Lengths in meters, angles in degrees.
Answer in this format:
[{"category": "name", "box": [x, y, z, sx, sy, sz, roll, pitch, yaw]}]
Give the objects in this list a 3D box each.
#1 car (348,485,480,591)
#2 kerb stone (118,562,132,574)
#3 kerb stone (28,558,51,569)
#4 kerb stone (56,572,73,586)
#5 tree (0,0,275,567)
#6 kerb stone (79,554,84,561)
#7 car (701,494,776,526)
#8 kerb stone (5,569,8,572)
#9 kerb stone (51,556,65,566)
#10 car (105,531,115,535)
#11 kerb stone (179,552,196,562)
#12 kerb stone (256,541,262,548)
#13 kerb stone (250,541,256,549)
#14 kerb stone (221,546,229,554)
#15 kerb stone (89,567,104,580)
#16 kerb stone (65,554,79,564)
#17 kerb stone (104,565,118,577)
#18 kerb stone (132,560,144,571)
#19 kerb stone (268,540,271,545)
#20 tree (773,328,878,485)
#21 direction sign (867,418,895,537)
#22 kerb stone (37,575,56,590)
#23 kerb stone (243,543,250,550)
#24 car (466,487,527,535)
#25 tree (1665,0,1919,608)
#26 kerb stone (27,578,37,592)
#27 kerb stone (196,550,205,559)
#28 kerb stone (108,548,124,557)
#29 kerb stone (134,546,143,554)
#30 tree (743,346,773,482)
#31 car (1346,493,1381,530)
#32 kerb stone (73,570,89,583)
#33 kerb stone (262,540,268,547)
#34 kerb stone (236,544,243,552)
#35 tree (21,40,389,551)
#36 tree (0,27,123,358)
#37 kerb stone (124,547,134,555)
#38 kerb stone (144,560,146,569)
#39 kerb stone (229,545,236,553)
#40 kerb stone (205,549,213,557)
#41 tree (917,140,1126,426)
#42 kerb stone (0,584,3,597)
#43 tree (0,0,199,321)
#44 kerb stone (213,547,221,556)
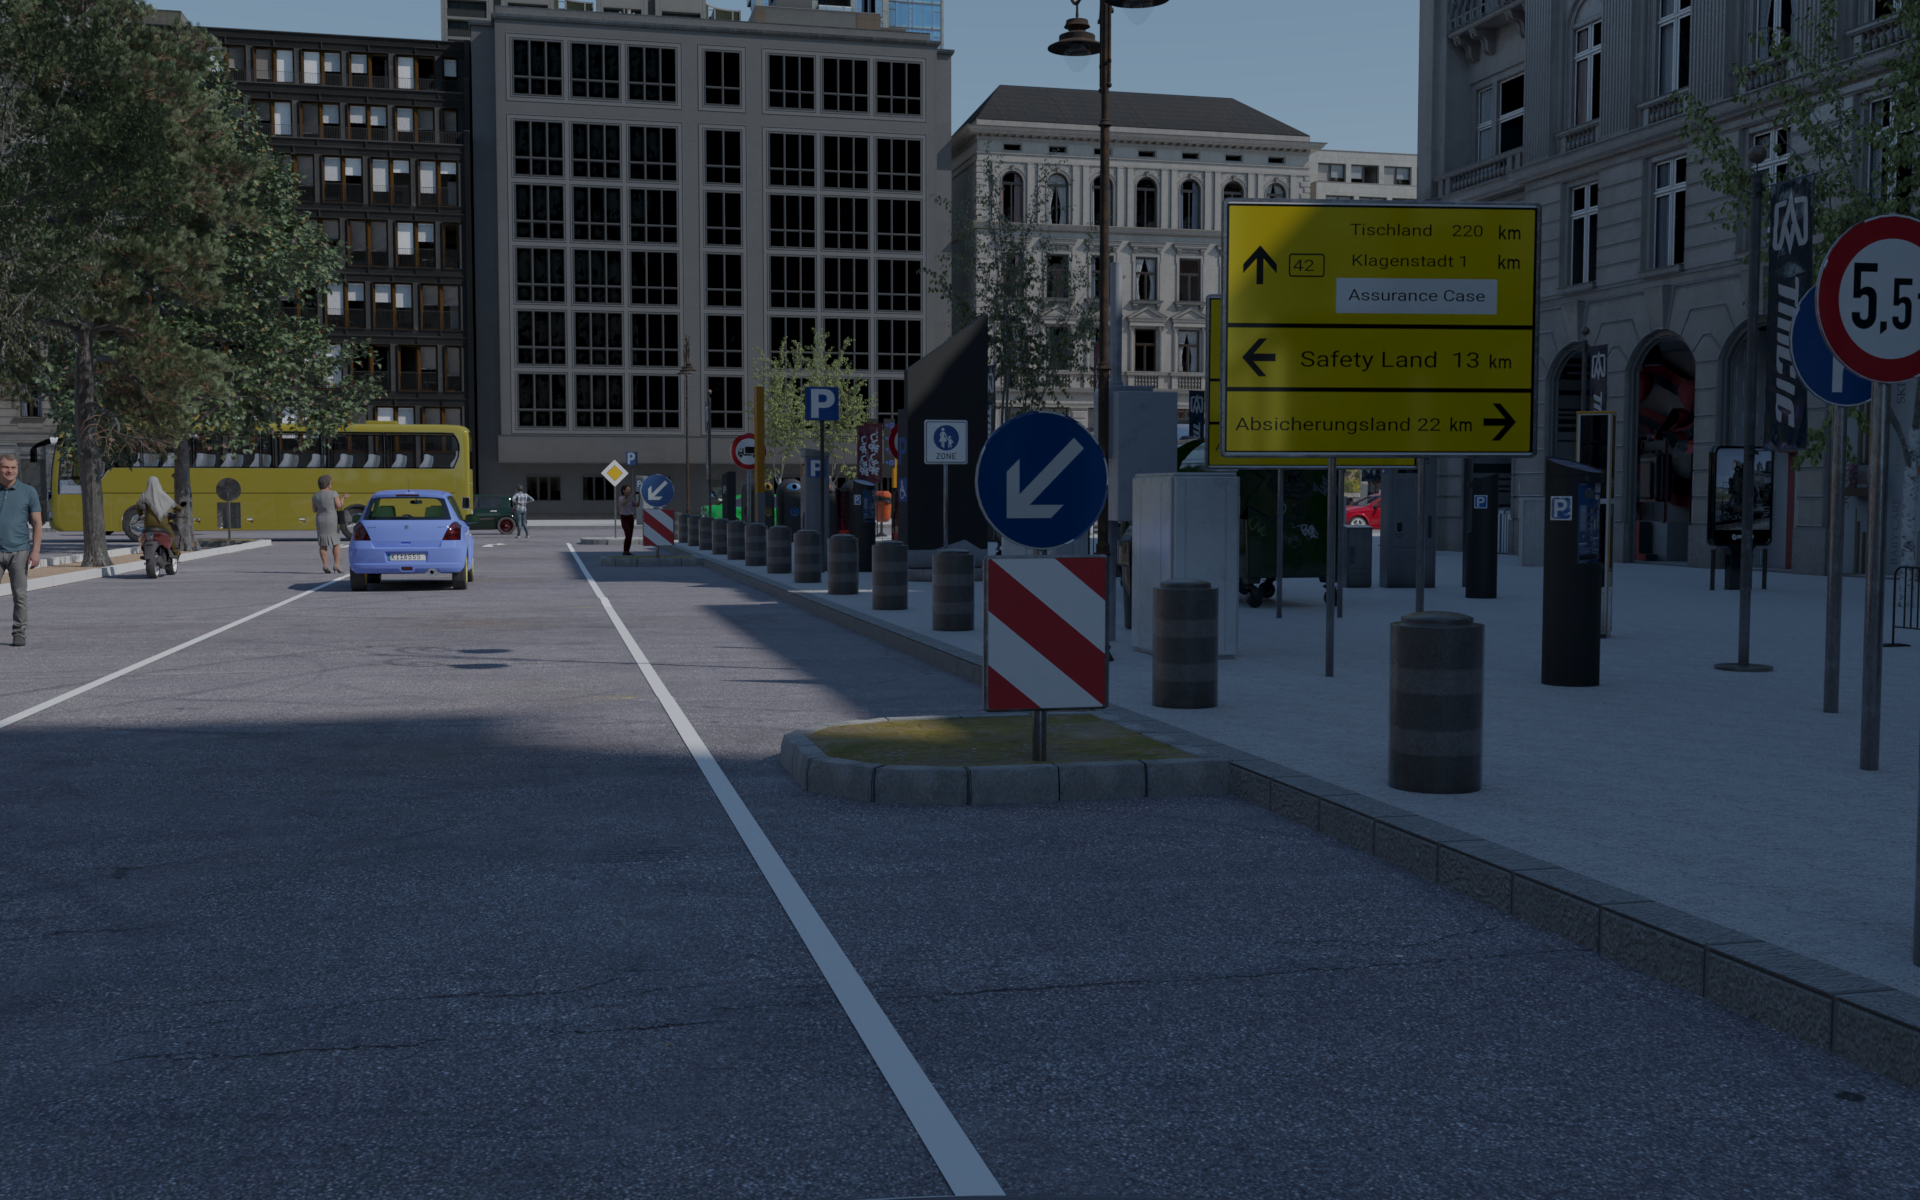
[{"category": "car", "box": [-8.507, -1.067, 27.031, 1.945, 1.707, 3.694, -1, 4, -14]}, {"category": "kerb stone", "box": [-15.200, -0.556, 31.301, 0.120, 0.150, 1.000, -1, 4, -14]}, {"category": "kerb stone", "box": [-17.976, -0.703, 33.781, 0.120, 0.150, 1.000, -1, 4, -14]}, {"category": "kerb stone", "box": [-14.224, -0.313, 27.313, 0.120, 0.150, 1.000, -1, 4, -14]}, {"category": "tree", "box": [-17.055, -6.674, 33.633, 6.751, 12.117, 7.091, 0, 3, 0]}, {"category": "kerb stone", "box": [-18.700, -0.892, 36.773, 0.120, 0.150, 1.000, -1, 4, -14]}, {"category": "car", "box": [-6.408, -3.011, 58.028, 4.718, 1.807, 1.959, -1, 4, -14]}, {"category": "kerb stone", "box": [-17.477, -0.586, 31.782, 0.120, 0.150, 1.000, -1, 4, -14]}, {"category": "kerb stone", "box": [-18.214, -0.770, 34.777, 0.120, 0.150, 1.000, -1, 4, -14]}, {"category": "car", "box": [-28.539, -3.108, 60.599, 4.222, 1.686, 2.009, -1, 4, -15]}, {"category": "kerb stone", "box": [-16.665, -0.923, 37.284, 0.120, 0.150, 1.000, -1, 4, -14]}, {"category": "kerb stone", "box": [-18.864, -1.470, 46.286, 0.120, 0.150, 1.000, -1, 4, -14]}, {"category": "kerb stone", "box": [-18.617, -1.412, 45.277, 0.120, 0.150, 1.000, -1, 4, -14]}, {"category": "kerb stone", "box": [-17.640, -1.166, 41.285, 0.120, 0.150, 1.000, -1, 4, -14]}, {"category": "kerb stone", "box": [-14.712, -0.435, 29.308, 0.120, 0.150, 1.000, -1, 4, -14]}, {"category": "kerb stone", "box": [-18.451, -0.829, 35.779, 0.120, 0.150, 1.000, -1, 4, -14]}, {"category": "kerb stone", "box": [-14.956, -0.496, 30.306, 0.120, 0.150, 1.000, -1, 4, -14]}, {"category": "kerb stone", "box": [-15.442, -0.618, 32.296, 0.120, 0.150, 1.000, -1, 4, -14]}, {"category": "kerb stone", "box": [-19.351, -1.592, 48.298, 0.120, 0.150, 1.000, -1, 4, -14]}, {"category": "tree", "box": [-5.661, -7.702, 76.291, 4.737, 8.622, 4.395, 0, 3, 0]}, {"category": "direction sign", "box": [-2.372, -3.676, 52.094, 0.876, 3.537, 0.379, -1, 4, -22]}, {"category": "kerb stone", "box": [-13.982, -0.252, 26.312, 0.120, 0.150, 1.000, -1, 4, -14]}, {"category": "kerb stone", "box": [-18.370, -1.338, 44.283, 0.120, 0.150, 1.000, -1, 4, -14]}, {"category": "car", "box": [-17.532, -3.160, 61.458, 4.222, 1.686, 2.009, -1, 4, -15]}, {"category": "tree", "box": [10.582, -4.233, 19.567, 4.737, 8.622, 4.395, 0, 3, 0]}, {"category": "kerb stone", "box": [-13.735, -0.191, 25.318, 0.120, 0.150, 1.000, -1, 4, -14]}, {"category": "kerb stone", "box": [-16.910, -0.980, 38.289, 0.120, 0.150, 1.000, -1, 4, -14]}, {"category": "kerb stone", "box": [-19.428, -1.075, 39.771, 0.120, 0.150, 1.000, -1, 4, -14]}, {"category": "kerb stone", "box": [-19.920, -1.197, 41.767, 0.120, 0.150, 1.000, -1, 4, -14]}, {"category": "tree", "box": [-8.407, -8.042, 81.857, 4.737, 8.622, 4.395, 0, 3, 0]}, {"category": "car", "box": [14.625, -3.118, 60.027, 4.494, 1.783, 2.155, -1, 4, -12]}, {"category": "kerb stone", "box": [-14.469, -0.374, 28.312, 0.120, 0.150, 1.000, -1, 4, -14]}, {"category": "kerb stone", "box": [-19.107, -1.535, 47.285, 0.120, 0.150, 1.000, -1, 4, -14]}, {"category": "kerb stone", "box": [-18.126, -1.290, 43.287, 0.120, 0.150, 1.000, -1, 4, -14]}, {"category": "tree", "box": [-19.481, -7.563, 43.115, 9.611, 12.733, 9.660, 0, 3, 0]}, {"category": "tree", "box": [-15.477, -4.554, 27.271, 4.360, 8.622, 3.978, 0, 3, 0]}, {"category": "kerb stone", "box": [-19.678, -1.136, 40.772, 0.120, 0.150, 1.000, -1, 4, -14]}, {"category": "kerb stone", "box": [-15.687, -0.679, 33.291, 0.120, 0.150, 1.000, -1, 4, -14]}, {"category": "kerb stone", "box": [-17.878, -1.228, 42.282, 0.120, 0.150, 1.000, -1, 4, -14]}, {"category": "kerb stone", "box": [-17.150, -1.045, 39.287, 0.120, 0.150, 1.000, -1, 4, -14]}, {"category": "tree", "box": [1.284, -5.292, 36.891, 4.360, 8.622, 3.978, 0, 3, 0]}, {"category": "kerb stone", "box": [-13.498, -0.130, 24.318, 0.120, 0.150, 1.000, -1, 4, -14]}, {"category": "tree", "box": [-13.759, -5.169, 21.383, 8.767, 10.594, 7.601, -1, 4, -14]}, {"category": "kerb stone", "box": [-17.407, -1.107, 40.287, 0.120, 0.150, 1.000, -1, 4, -14]}]
